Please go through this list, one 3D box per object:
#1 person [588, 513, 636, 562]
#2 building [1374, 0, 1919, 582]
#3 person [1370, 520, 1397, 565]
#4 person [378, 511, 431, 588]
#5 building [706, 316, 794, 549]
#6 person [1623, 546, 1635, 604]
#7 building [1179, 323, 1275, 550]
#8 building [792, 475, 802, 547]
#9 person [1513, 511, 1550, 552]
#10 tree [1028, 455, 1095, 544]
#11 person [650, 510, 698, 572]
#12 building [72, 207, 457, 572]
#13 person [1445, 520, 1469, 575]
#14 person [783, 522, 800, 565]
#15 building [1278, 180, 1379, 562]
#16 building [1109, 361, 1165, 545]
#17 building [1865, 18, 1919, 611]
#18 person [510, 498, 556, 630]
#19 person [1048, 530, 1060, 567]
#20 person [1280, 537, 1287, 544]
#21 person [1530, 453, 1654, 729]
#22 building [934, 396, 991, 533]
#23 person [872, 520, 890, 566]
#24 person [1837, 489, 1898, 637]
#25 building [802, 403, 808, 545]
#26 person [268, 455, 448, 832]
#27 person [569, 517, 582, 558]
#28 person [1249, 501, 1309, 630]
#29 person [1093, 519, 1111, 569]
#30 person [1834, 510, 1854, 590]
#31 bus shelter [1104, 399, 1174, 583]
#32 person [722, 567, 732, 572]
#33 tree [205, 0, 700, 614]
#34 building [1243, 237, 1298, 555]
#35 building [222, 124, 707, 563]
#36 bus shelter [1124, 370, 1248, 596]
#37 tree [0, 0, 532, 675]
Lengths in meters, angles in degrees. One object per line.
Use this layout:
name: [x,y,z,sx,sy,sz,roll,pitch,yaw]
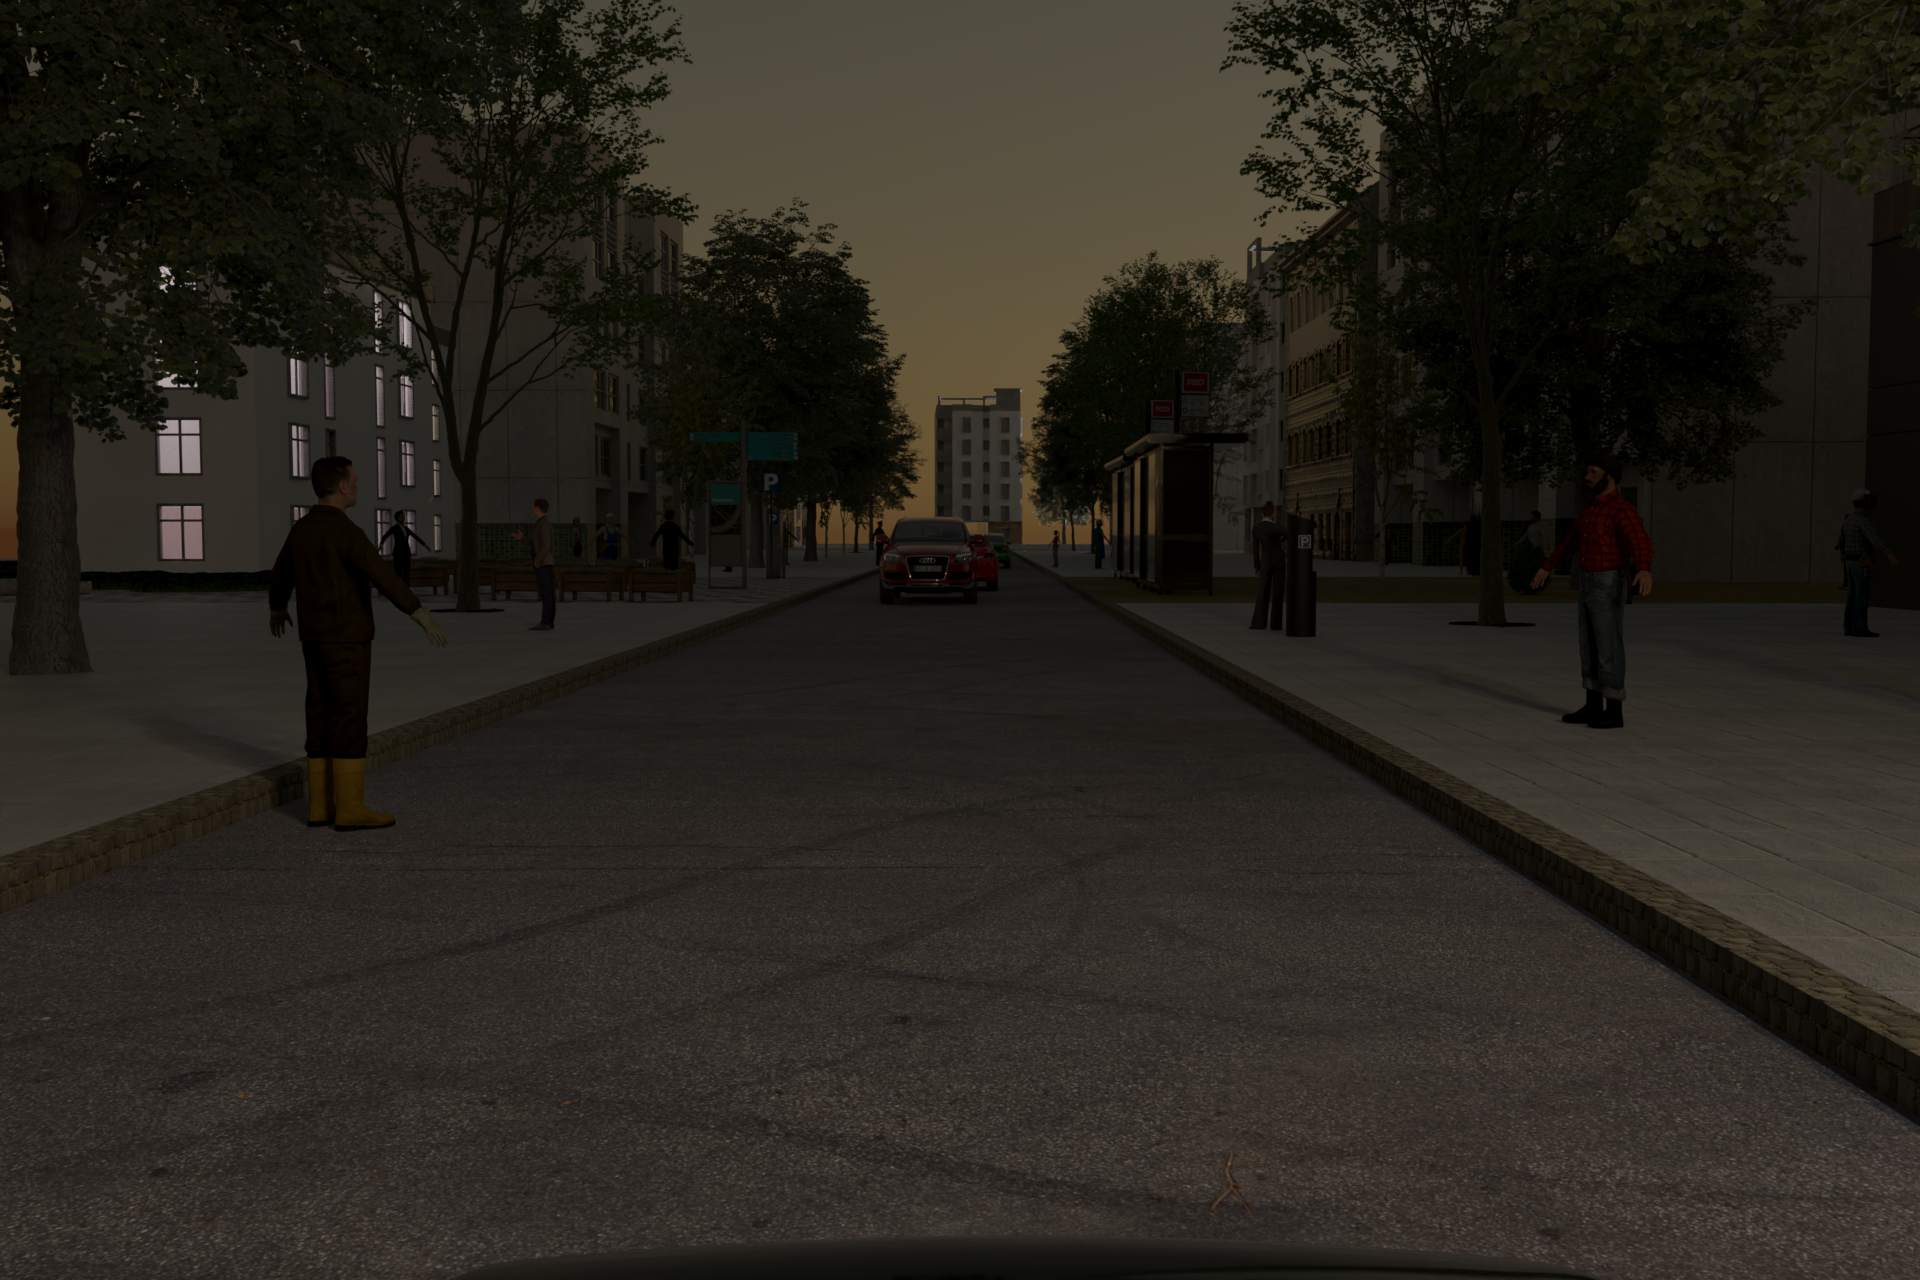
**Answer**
person: [-9.376,-2.486,46.505,1.347,1.847,0.705,-2,4,-34]
building: [26.775,-11.910,61.187,16.747,18.905,31.486,0,4,0]
person: [17.423,-3.997,71.113,1.354,1.858,0.705,-2,4,-25]
person: [-10.941,-1.674,34.083,0.721,1.740,1.216,3,4,36]
building: [-25.286,-19.815,154.911,19.493,23.208,18.063,0,4,2]
person: [12.093,-1.536,31.710,0.434,1.755,0.990,0,4,-3]
building: [28.497,-17.562,153.591,16.747,18.905,31.486,0,4,1]
building: [-21.074,-14.690,182.326,9.099,9.664,28.070,0,4,0]
person: [12.951,-2.013,39.092,0.705,1.806,1.347,-1,4,-16]
tree: [13.642,-19.502,225.505,9.857,13.997,8.962,0,3,0]
person: [-6.267,-1.923,37.621,1.347,1.806,0.705,2,4,33]
building: [-22.231,-7.128,58.694,9.099,9.664,28.070,0,4,2]
person: [15.854,-2.914,54.446,1.217,1.733,0.721,0,4,-3]
person: [-7.311,-4.021,72.020,1.348,1.796,0.705,-2,4,-33]
building: [27.453,-15.734,88.174,19.493,23.208,18.063,0,4,0]
building: [25.732,-19.541,185.948,16.747,18.905,31.486,0,4,0]
building: [26.383,-10.390,13.850,27.936,21.610,32.646,0,4,1]
person: [-5.758,-1.020,23.244,0.750,1.759,0.617,0,4,6]
person: [3.625,-3.508,66.624,0.599,1.433,0.991,-1,4,-22]
person: [9.072,-2.489,47.154,0.721,1.772,1.216,-2,4,-32]
person: [4.252,-0.333,11.550,0.704,1.816,1.345,-1,4,-11]
building: [-2.920,-22.583,228.104,11.380,20.090,16.016,0,4,-6]
person: [-3.217,-3.929,70.170,0.705,1.837,1.347,-3,4,-37]
person: [11.305,-0.970,21.694,0.704,1.849,1.345,0,4,2]
building: [-23.008,-20.932,198.658,16.016,20.090,11.380,0,4,0]
person: [-3.016,0.008,8.458,1.346,1.812,0.704,3,4,36]
person: [-11.801,-2.883,53.264,0.705,1.813,1.348,-1,4,-21]
person: [4.274,-1.000,23.200,0.742,1.727,0.445,0,4,-2]
person: [5.094,-3.480,63.026,0.704,1.817,1.347,-1,4,-21]
person: [20.473,-2.077,39.929,0.705,1.833,1.349,1,4,12]
bus shelter: [5.311,-4.379,49.223,2.179,5.291,8.768,0,4,0]
person: [-7.869,-3.228,58.564,0.705,1.856,1.354,-1,4,-22]
tree: [-8.095,-6.255,28.032,9.928,11.665,9.643,0,3,0]
building: [23.535,-15.598,111.441,16.016,20.090,11.380,0,4,1]
building: [-24.289,-13.723,90.823,16.747,18.905,31.486,0,4,1]
bus shelter: [5.015,-3.823,40.146,2.179,5.291,8.768,0,4,1]
tree: [-8.561,-6.669,15.695,9.857,13.997,8.962,0,3,0]
